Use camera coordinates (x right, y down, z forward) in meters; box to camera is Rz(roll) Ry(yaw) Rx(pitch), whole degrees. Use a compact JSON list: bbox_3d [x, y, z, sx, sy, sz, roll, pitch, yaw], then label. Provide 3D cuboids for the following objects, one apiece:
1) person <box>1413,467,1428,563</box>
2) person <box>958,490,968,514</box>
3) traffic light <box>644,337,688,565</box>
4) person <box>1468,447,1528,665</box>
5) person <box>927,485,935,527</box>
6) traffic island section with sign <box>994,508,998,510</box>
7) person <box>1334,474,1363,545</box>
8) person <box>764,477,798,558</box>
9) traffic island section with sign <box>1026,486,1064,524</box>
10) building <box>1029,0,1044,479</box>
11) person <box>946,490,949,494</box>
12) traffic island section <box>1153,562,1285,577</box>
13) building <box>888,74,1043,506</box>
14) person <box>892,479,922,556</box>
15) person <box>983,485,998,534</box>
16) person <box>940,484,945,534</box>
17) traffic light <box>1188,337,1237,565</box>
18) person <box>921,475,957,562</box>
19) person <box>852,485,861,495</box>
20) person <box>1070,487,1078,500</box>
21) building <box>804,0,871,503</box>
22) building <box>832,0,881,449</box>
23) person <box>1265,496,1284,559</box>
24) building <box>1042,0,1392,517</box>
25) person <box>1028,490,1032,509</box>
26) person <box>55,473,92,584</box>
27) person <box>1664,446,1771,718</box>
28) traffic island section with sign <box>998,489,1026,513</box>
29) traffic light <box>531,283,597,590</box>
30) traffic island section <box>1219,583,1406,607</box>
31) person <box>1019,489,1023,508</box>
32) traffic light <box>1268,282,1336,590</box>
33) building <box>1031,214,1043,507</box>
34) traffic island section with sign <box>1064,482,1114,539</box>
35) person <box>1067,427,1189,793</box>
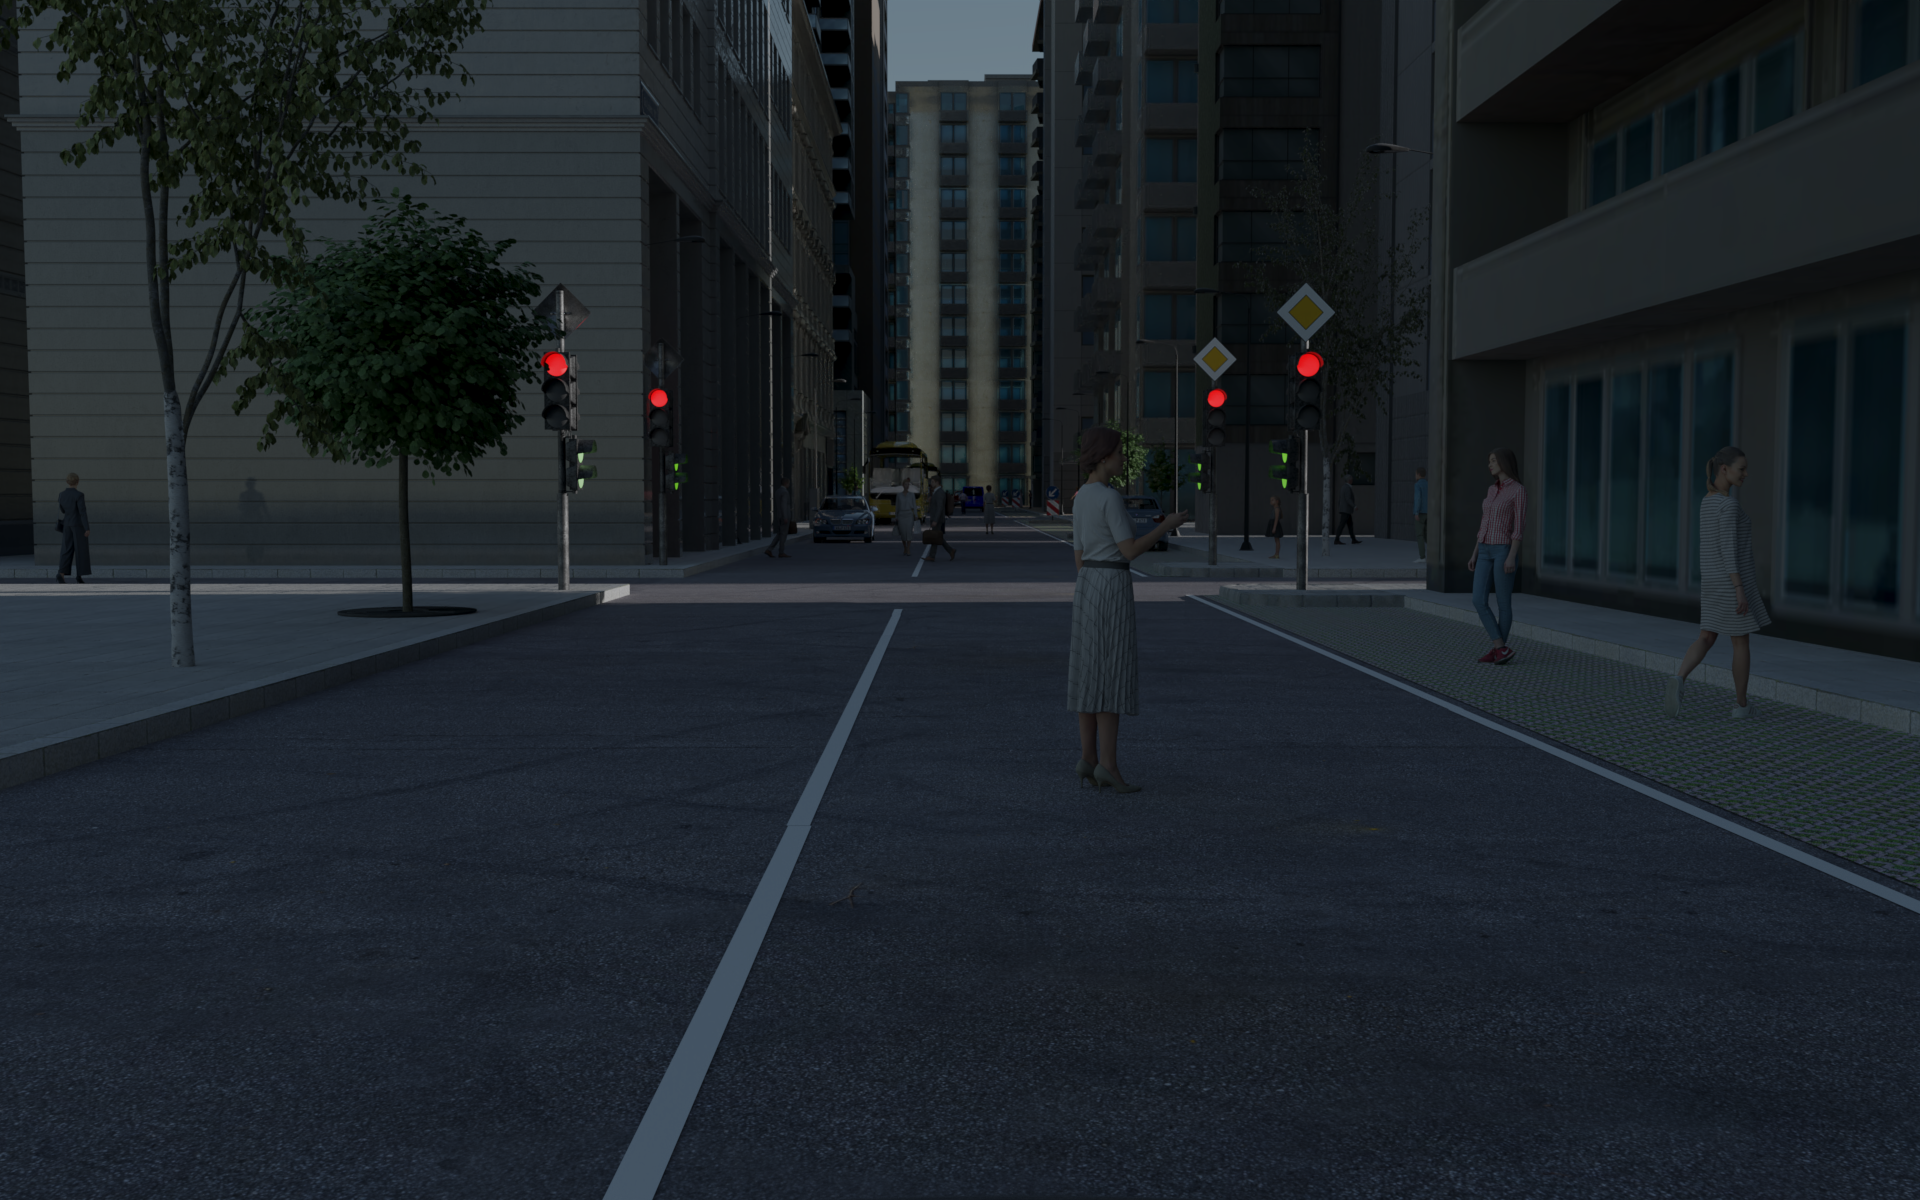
[{"bbox_3d":[8.622,-1.577,32.170,0.601,1.785,0.444,-2,4,-28],"label":"person"},{"bbox_3d":[0.166,-6.898,122.228,0.756,1.711,0.436,-2,4,-25],"label":"person"},{"bbox_3d":[-5.323,-2.578,31.068,0.839,4.253,0.868,0,4,0],"label":"traffic light"},{"bbox_3d":[4.511,-0.372,14.590,0.388,1.821,0.555,-2,4,-34],"label":"person"},{"bbox_3d":[-0.901,-3.433,64.909,0.573,1.790,0.520,3,4,37],"label":"person"},{"bbox_3d":[4.034,-9.255,159.948,1.989,1.847,2.006,0,4,0],"label":"traffic island section with sign"},{"bbox_3d":[9.894,-2.296,43.986,0.834,1.777,0.661,-1,4,-11],"label":"person"},{"bbox_3d":[-3.980,-1.863,39.073,0.853,1.813,0.709,-2,4,-29],"label":"person"},{"bbox_3d":[4.358,-4.620,84.165,1.989,1.847,2.006,0,4,0],"label":"traffic island section with sign"},{"bbox_3d":[17.497,-30.445,152.398,22.147,44.769,28.867,0,4,0],"label":"building"},{"bbox_3d":[-1.271,-9.803,168.773,1.348,1.824,0.705,0,4,3],"label":"person"},{"bbox_3d":[4.578,-0.548,31.239,2.009,0.180,2.903,0,4,0],"label":"traffic island section"},{"bbox_3d":[5.612,-35.526,200.464,30.456,49.044,23.786,0,4,0],"label":"building"},{"bbox_3d":[-1.219,-1.930,40.407,0.694,1.780,0.624,1,4,21],"label":"person"},{"bbox_3d":[1.090,-3.220,61.721,0.480,1.755,0.524,1,4,14],"label":"person"},{"bbox_3d":[-0.610,-2.875,55.933,0.576,1.772,0.534,-3,5,-44],"label":"person"},{"bbox_3d":[4.538,-2.581,31.125,0.839,4.253,0.868,0,4,0],"label":"traffic light"},{"bbox_3d":[-0.438,-1.729,36.726,0.822,1.834,0.622,-1,4,-13],"label":"person"},{"bbox_3d":[-6.074,-5.833,101.430,0.660,1.820,0.620,-3,4,-37],"label":"person"},{"bbox_3d":[7.227,-6.188,107.933,0.721,1.743,1.217,2,4,33],"label":"person"},{"bbox_3d":[-17.276,-49.421,120.704,22.319,86.520,31.000,0,4,0],"label":"building"},{"bbox_3d":[-13.889,-30.272,145.052,14.600,45.320,14.200,0,4,0],"label":"building"},{"bbox_3d":[6.217,-1.440,34.263,0.373,1.253,0.362,0,4,6],"label":"person"},{"bbox_3d":[16.427,-35.565,123.487,21.231,58.520,28.212,0,4,0],"label":"building"},{"bbox_3d":[6.071,-8.783,151.109,0.415,1.643,0.593,-2,4,-34],"label":"person"},{"bbox_3d":[-14.046,-1.133,27.450,0.576,1.772,0.534,0,4,-7],"label":"person"},{"bbox_3d":[4.822,-0.105,10.963,0.760,1.731,0.466,-2,4,-30],"label":"person"},{"bbox_3d":[4.157,-7.606,132.993,1.989,1.847,2.006,0,4,0],"label":"traffic island section with sign"},{"bbox_3d":[-5.290,-2.089,23.083,0.839,4.253,0.868,0,4,0],"label":"traffic light"},{"bbox_3d":[4.611,-0.060,23.254,2.009,0.180,2.903,0,4,0],"label":"traffic island section"},{"bbox_3d":[5.712,-9.538,162.665,0.621,1.740,0.551,-1,4,-20],"label":"person"},{"bbox_3d":[4.571,-2.093,23.140,0.839,4.253,0.868,0,4,0],"label":"traffic light"},{"bbox_3d":[14.089,-24.625,174.323,14.160,30.474,14.107,0,4,0],"label":"building"},{"bbox_3d":[4.483,-2.887,55.838,1.989,1.847,2.006,0,4,0],"label":"traffic island section with sign"},{"bbox_3d":[0.781,0.043,8.375,0.524,1.755,0.480,-2,4,-25],"label":"person"}]
